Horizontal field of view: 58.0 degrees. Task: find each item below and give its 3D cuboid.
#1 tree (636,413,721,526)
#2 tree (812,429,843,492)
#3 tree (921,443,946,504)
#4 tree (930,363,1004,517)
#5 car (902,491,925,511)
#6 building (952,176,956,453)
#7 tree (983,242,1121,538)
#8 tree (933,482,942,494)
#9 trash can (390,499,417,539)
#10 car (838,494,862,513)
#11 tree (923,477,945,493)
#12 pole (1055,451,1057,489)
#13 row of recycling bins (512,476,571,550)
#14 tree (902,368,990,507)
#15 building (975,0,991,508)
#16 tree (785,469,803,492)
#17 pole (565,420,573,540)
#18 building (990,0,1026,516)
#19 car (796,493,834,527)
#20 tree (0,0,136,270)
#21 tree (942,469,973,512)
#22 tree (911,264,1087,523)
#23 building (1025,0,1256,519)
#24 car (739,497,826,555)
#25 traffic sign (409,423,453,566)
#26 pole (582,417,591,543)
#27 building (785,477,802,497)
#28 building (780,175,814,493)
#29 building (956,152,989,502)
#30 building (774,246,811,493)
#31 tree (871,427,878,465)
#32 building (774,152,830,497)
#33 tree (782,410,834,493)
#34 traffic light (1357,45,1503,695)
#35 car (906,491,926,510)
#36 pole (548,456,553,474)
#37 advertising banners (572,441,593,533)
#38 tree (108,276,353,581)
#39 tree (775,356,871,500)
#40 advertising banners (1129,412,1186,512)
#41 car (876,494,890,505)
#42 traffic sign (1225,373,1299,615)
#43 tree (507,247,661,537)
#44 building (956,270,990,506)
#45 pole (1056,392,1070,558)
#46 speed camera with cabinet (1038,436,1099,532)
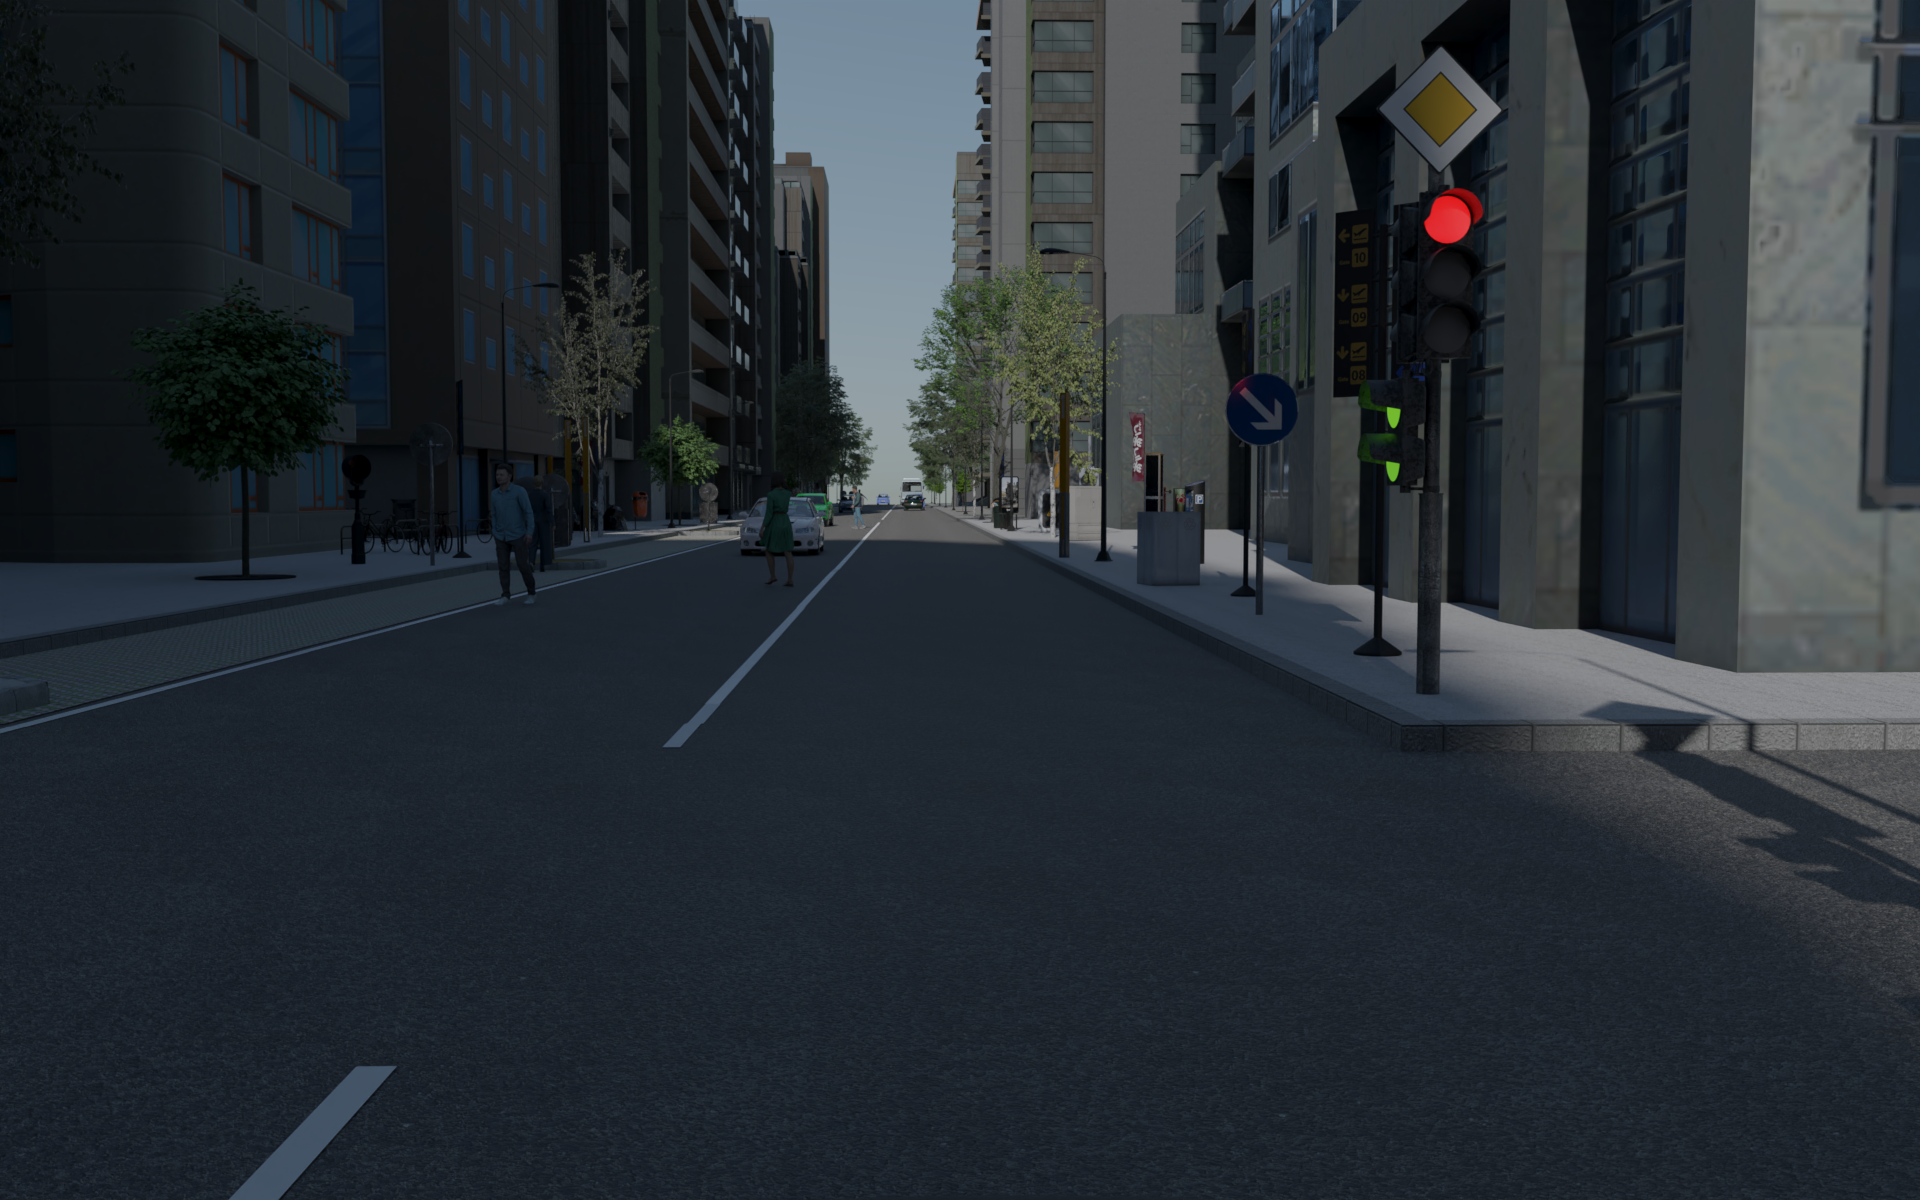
[{"bbox_3d":[-11.493,-5.316,70.624,4.285,4.588,4.351,0,3,0],"label":"tree"},{"bbox_3d":[-14.802,-14.417,186.073,4.737,8.622,4.395,0,3,0],"label":"tree"},{"bbox_3d":[-3.342,-16.970,227.822,4.737,8.622,4.395,0,3,0],"label":"tree"},{"bbox_3d":[0.587,-8.918,96.171,4.360,8.622,3.978,0,3,0],"label":"tree"},{"bbox_3d":[-4.021,-8.552,149.606,2.009,1.686,4.222,0,4,-2],"label":"car"},{"bbox_3d":[10.089,-35.268,231.257,22.147,44.769,28.867,0,4,-2],"label":"building"},{"bbox_3d":[2.715,-6.114,50.327,4.737,8.622,4.395,0,3,0],"label":"tree"},{"bbox_3d":[-2.489,-12.777,203.503,1.663,3.219,1.824,0,3,0],"label":"tree"},{"bbox_3d":[-15.772,-2.292,49.126,0.748,1.137,0.748,0,3,0],"label":"trash can"},{"bbox_3d":[-8.466,-7.456,133.904,2.014,1.417,4.499,0,4,-2],"label":"car"},{"bbox_3d":[-3.595,-15.549,237.936,4.285,4.588,4.351,0,3,0],"label":"tree"},{"bbox_3d":[4.638,-5.446,82.884,0.158,3.312,0.155,0,3,0],"label":"pole"},{"bbox_3d":[-10.021,-2.112,41.637,1.069,1.692,3.534,0,4,-2],"label":"row of recycling bins"},{"bbox_3d":[-0.660,-16.208,171.648,9.857,13.997,8.962,0,3,0],"label":"tree"},{"bbox_3d":[12.521,-30.006,145.229,22.147,44.769,28.867,0,4,-2],"label":"building"},{"bbox_3d":[-13.266,-8.545,134.315,1.663,3.219,1.824,0,3,0],"label":"tree"},{"bbox_3d":[-10.806,-3.300,47.800,0.158,3.312,0.155,0,3,0],"label":"pole"},{"bbox_3d":[12.528,-35.070,115.388,21.231,58.520,28.212,0,4,-2],"label":"building"},{"bbox_3d":[-6.609,-4.168,76.939,1.959,1.807,4.718,0,4,0],"label":"car"},{"bbox_3d":[-10.161,-4.088,17.199,4.360,8.622,3.978,0,3,0],"label":"tree"},{"bbox_3d":[0.106,-7.927,124.204,1.663,3.219,1.824,0,3,0],"label":"tree"},{"bbox_3d":[1.760,-9.267,77.266,9.928,11.665,9.643,0,3,0],"label":"tree"},{"bbox_3d":[10.461,-19.777,95.049,14.160,30.474,14.107,0,4,-2],"label":"building"},{"bbox_3d":[-4.272,-1.814,42.018,2.083,1.381,4.827,0,4,-2],"label":"car"},{"bbox_3d":[-9.460,-1.889,30.989,0.768,2.556,0.104,0,4,-2],"label":"traffic sign"},{"bbox_3d":[-9.879,-3.177,45.784,0.158,3.312,0.155,0,3,0],"label":"pole"},{"bbox_3d":[-33.149,-30.032,182.910,32.217,40.220,23.993,0,4,-2],"label":"building"},{"bbox_3d":[-25.703,-32.576,216.212,14.154,41.232,14.086,0,4,-2],"label":"building"},{"bbox_3d":[6.450,-32.180,209.735,14.154,41.232,14.086,0,4,-2],"label":"building"},{"bbox_3d":[-24.904,-26.348,202.489,14.160,30.474,14.107,0,4,-2],"label":"building"},{"bbox_3d":[-16.674,-20.719,245.406,9.857,13.997,8.962,0,3,0],"label":"tree"},{"bbox_3d":[-24.594,-35.506,230.639,14.600,45.320,14.200,0,4,-2],"label":"building"},{"bbox_3d":[-13.359,-12.333,152.011,4.360,8.622,3.978,0,3,0],"label":"tree"},{"bbox_3d":[2.991,-1.352,11.028,0.839,4.253,0.868,0,4,-2],"label":"traffic light"},{"bbox_3d":[-3.963,-8.843,154.171,1.945,1.707,3.694,0,4,-2],"label":"car"},{"bbox_3d":[-15.488,-4.382,65.497,0.158,3.312,0.155,0,3,0],"label":"pole"},{"bbox_3d":[-12.875,-3.687,56.462,2.074,3.025,0.090,1,4,15],"label":"advertising banners"},{"bbox_3d":[-10.934,-2.596,26.165,4.285,4.588,4.351,0,3,0],"label":"tree"},{"bbox_3d":[-14.619,-15.540,160.740,9.857,13.997,8.962,0,3,0],"label":"tree"},{"bbox_3d":[4.359,-2.548,37.853,2.074,3.025,0.090,-3,5,-44],"label":"advertising banners"},{"bbox_3d":[-10.260,-13.578,231.592,1.945,1.707,3.694,0,4,-1],"label":"car"},{"bbox_3d":[3.182,-1.115,18.339,0.768,2.556,0.104,0,4,4],"label":"traffic sign"},{"bbox_3d":[-10.902,-6.180,51.406,4.360,8.622,3.978,0,3,0],"label":"tree"},{"bbox_3d":[15.744,-30.499,190.546,32.217,40.220,23.993,0,4,-2],"label":"building"},{"bbox_3d":[2.105,-2.509,34.860,0.158,3.312,0.155,0,3,0],"label":"pole"},{"bbox_3d":[3.705,-3.949,58.906,2.038,3.252,0.660,0,4,6],"label":"speed camera with cabinet"}]
